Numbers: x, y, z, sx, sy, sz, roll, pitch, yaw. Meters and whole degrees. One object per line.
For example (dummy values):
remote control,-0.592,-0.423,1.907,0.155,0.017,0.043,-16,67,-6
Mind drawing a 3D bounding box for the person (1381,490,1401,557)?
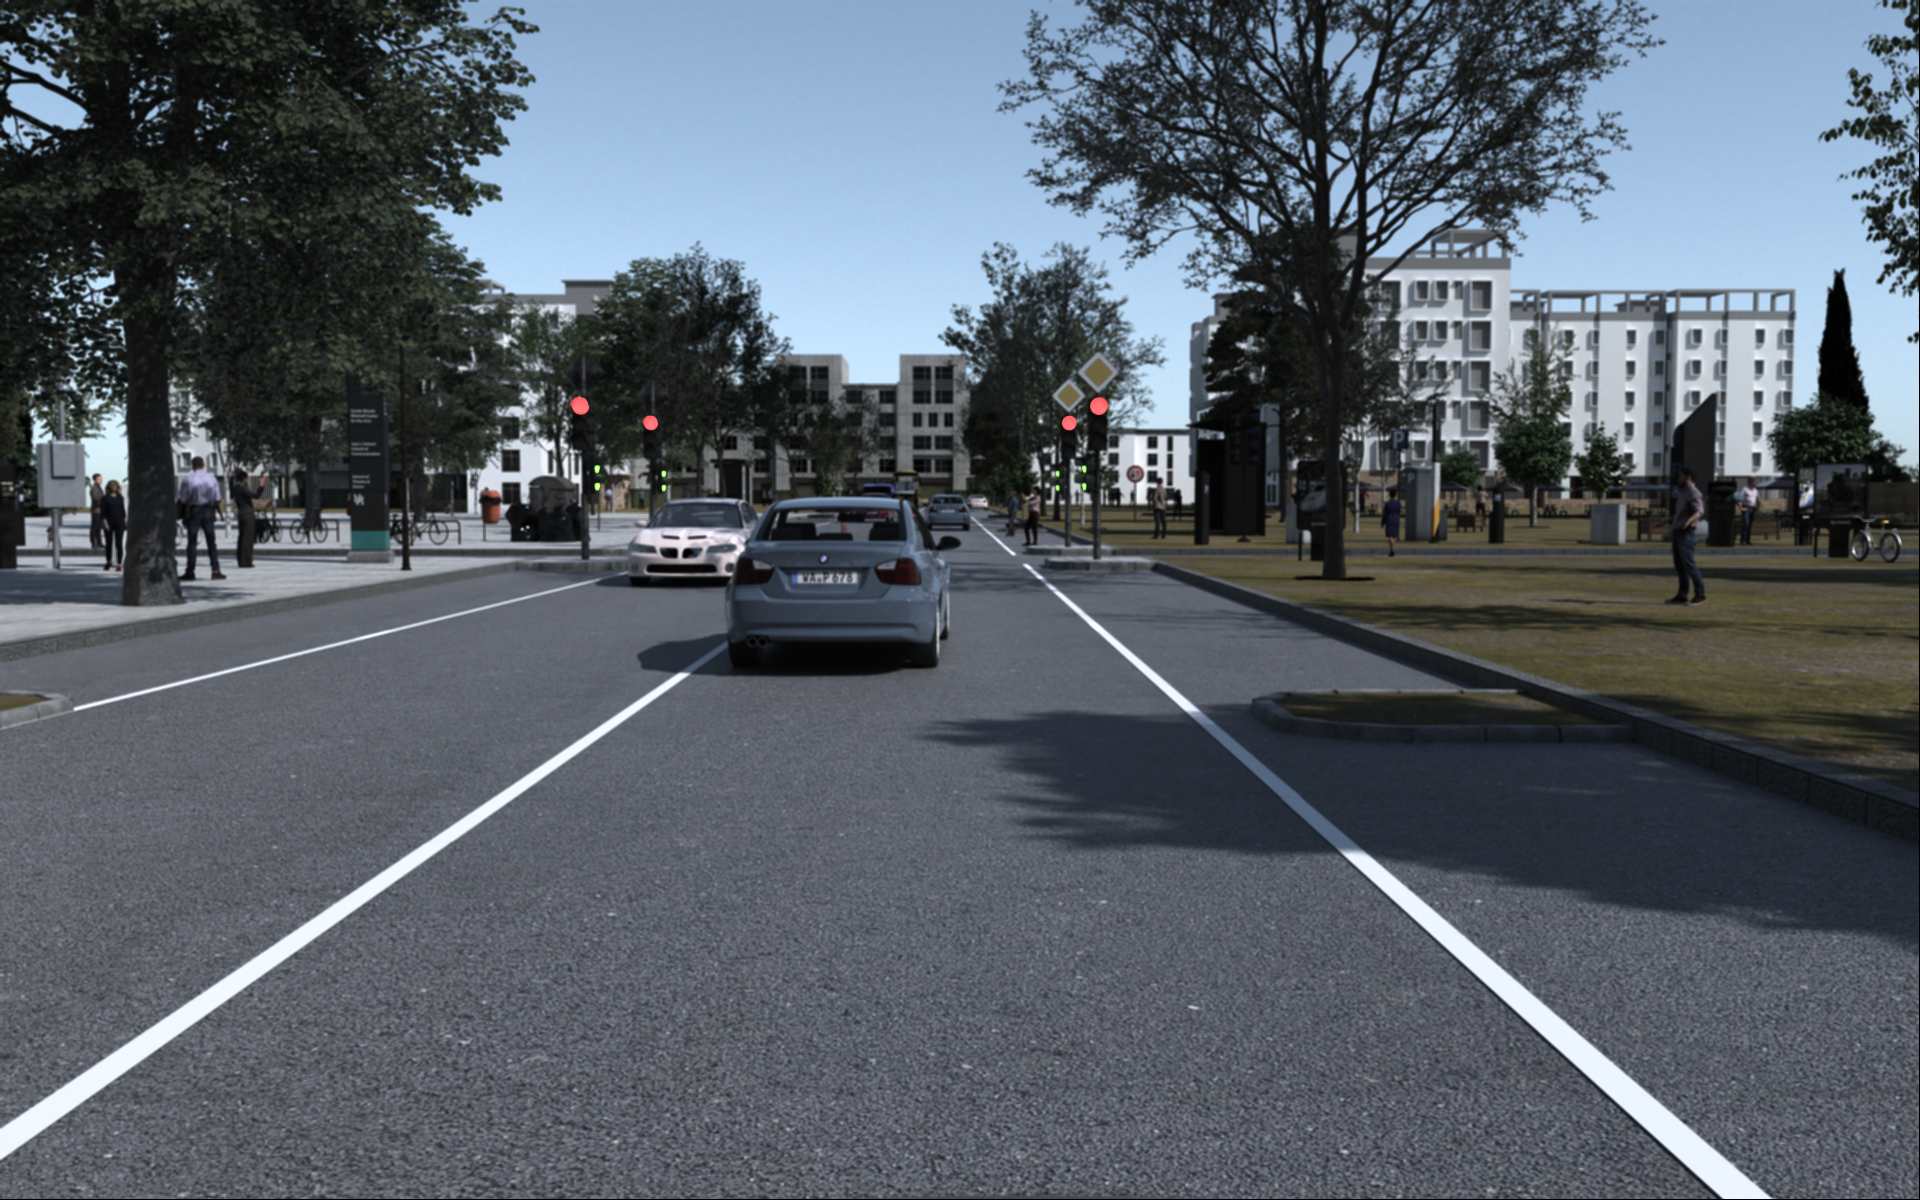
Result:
person,9.815,-1.755,39.570,0.453,1.535,0.546,-1,4,-23

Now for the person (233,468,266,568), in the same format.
person,-12.356,-1.431,30.236,0.742,1.727,0.445,1,4,11

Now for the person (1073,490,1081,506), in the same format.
person,12.722,-11.047,187.176,1.217,1.766,0.721,-2,4,-33

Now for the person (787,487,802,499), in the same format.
person,-13.045,-7.975,136.369,1.348,1.831,0.705,-2,4,-35

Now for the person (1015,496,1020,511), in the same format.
person,4.464,-7.822,134.023,0.705,1.814,1.350,1,4,17

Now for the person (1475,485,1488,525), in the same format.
person,21.303,-3.875,70.851,0.566,1.644,0.517,-2,4,-26

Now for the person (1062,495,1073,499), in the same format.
person,12.211,-11.482,196.965,1.217,1.736,0.721,-1,4,-17

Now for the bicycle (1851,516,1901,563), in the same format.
bicycle,17.369,-1.199,32.825,0.635,0.972,1.543,0,4,-6

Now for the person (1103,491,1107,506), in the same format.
person,15.094,-10.672,180.532,0.705,1.823,1.348,0,4,-4

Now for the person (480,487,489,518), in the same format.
person,-25.977,-5.334,94.709,0.517,1.644,0.566,3,5,41

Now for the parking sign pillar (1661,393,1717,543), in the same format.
parking sign pillar,19.522,-3.528,46.162,1.447,3.967,1.447,-2,4,-31

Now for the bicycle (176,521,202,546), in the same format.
bicycle,-19.254,-1.822,43.013,0.635,0.972,1.543,0,4,6

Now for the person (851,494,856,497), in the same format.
person,-3.748,-2.846,58.214,0.628,1.438,0.799,1,4,10

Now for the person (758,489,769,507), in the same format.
person,-19.671,-10.257,173.836,1.348,1.812,0.705,2,4,35

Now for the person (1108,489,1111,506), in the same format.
person,16.516,-11.341,191.598,0.705,1.807,1.348,0,4,-4

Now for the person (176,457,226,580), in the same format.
person,-11.412,-1.226,25.958,0.709,1.838,0.599,-3,4,-37

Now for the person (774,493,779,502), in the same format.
person,-19.590,-10.757,185.148,0.599,1.433,0.991,2,4,26

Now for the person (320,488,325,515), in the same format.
person,-32.508,-4.904,87.933,0.444,1.614,0.593,3,5,42

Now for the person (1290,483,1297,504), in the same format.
person,13.992,-3.989,71.949,0.600,1.739,0.565,-2,4,-26

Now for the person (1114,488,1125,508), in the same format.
person,15.020,-9.669,163.761,1.348,1.869,0.705,-2,4,-35

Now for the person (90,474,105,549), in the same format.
person,-20.122,-2.089,40.731,0.750,1.759,0.617,0,4,7

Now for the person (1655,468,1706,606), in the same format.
person,8.373,-0.736,20.034,0.435,1.587,0.963,0,3,0

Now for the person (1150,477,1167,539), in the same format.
person,5.646,-2.648,49.870,0.617,1.759,0.750,-2,4,-28

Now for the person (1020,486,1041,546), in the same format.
person,1.940,-2.318,47.860,0.566,1.644,0.517,1,4,18

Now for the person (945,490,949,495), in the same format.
person,-0.806,-5.178,94.635,0.593,1.643,0.415,2,4,25

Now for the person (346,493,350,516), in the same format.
person,-35.162,-5.594,99.977,0.387,1.526,0.523,2,4,31

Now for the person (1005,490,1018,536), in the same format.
person,1.736,-2.920,58.449,0.429,1.552,0.499,0,4,4

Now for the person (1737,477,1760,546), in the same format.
person,19.740,-2.218,43.240,0.756,1.711,0.436,-1,4,-14

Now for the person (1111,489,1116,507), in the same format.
person,15.574,-10.335,175.474,0.568,1.767,0.683,1,4,14

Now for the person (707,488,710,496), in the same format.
person,-20.338,-8.139,139.832,0.721,1.743,1.217,-2,4,-33

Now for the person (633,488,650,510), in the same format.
person,-26.401,-8.410,143.531,1.348,1.826,0.705,-1,4,-20

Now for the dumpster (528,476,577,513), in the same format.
dumpster,-13.137,-3.060,55.782,1.264,1.857,1.865,0,4,0

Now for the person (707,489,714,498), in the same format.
person,-10.412,-3.928,72.806,0.613,1.512,0.480,-3,4,-38

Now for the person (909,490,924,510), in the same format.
person,-4.025,-9.223,159.260,1.348,1.831,0.705,1,4,12

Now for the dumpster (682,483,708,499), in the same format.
dumpster,-14.539,-5.458,94.998,1.264,1.857,1.865,0,4,0

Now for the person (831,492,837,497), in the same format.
person,-12.635,-10.225,173.948,0.721,1.736,1.217,-2,4,-34

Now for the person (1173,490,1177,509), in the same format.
person,18.016,-8.389,144.672,0.593,1.643,0.415,-3,5,-42

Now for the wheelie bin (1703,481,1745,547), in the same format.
wheelie bin,18.577,-2.096,42.177,0.980,1.594,0.693,1,4,21

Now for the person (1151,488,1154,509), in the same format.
person,16.599,-8.751,149.254,0.705,1.807,1.348,1,4,8

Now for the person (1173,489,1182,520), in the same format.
person,10.665,-4.671,84.963,0.613,1.512,0.480,3,5,40

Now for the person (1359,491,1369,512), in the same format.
person,28.397,-7.112,122.294,1.348,1.831,0.705,-2,4,-28

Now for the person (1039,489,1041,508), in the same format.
person,7.578,-9.365,159.878,0.721,1.735,1.217,2,4,25

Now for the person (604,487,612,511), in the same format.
person,-27.018,-7.794,133.335,0.709,1.838,0.599,-1,4,-13

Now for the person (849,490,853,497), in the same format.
person,-12.029,-11.369,192.664,0.721,1.736,1.217,-3,4,-37

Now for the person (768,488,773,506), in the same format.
person,-15.691,-8.409,143.520,0.705,1.826,1.348,0,4,3

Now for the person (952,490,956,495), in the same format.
person,-0.519,-6.901,122.163,0.721,1.723,1.217,-2,4,-34

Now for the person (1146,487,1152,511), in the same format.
person,13.979,-7.458,127.993,0.705,1.822,1.348,0,4,-5

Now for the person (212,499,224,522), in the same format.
person,-34.364,-4.362,80.059,0.574,1.496,0.600,-2,4,-25

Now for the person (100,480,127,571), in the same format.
person,-14.172,-1.245,28.938,0.613,1.512,0.480,2,4,31

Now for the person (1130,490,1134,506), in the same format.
person,17.957,-10.607,180.391,0.530,1.710,0.541,-1,4,-18

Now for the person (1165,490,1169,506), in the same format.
person,23.154,-11.433,193.697,0.721,1.735,1.217,2,4,27
